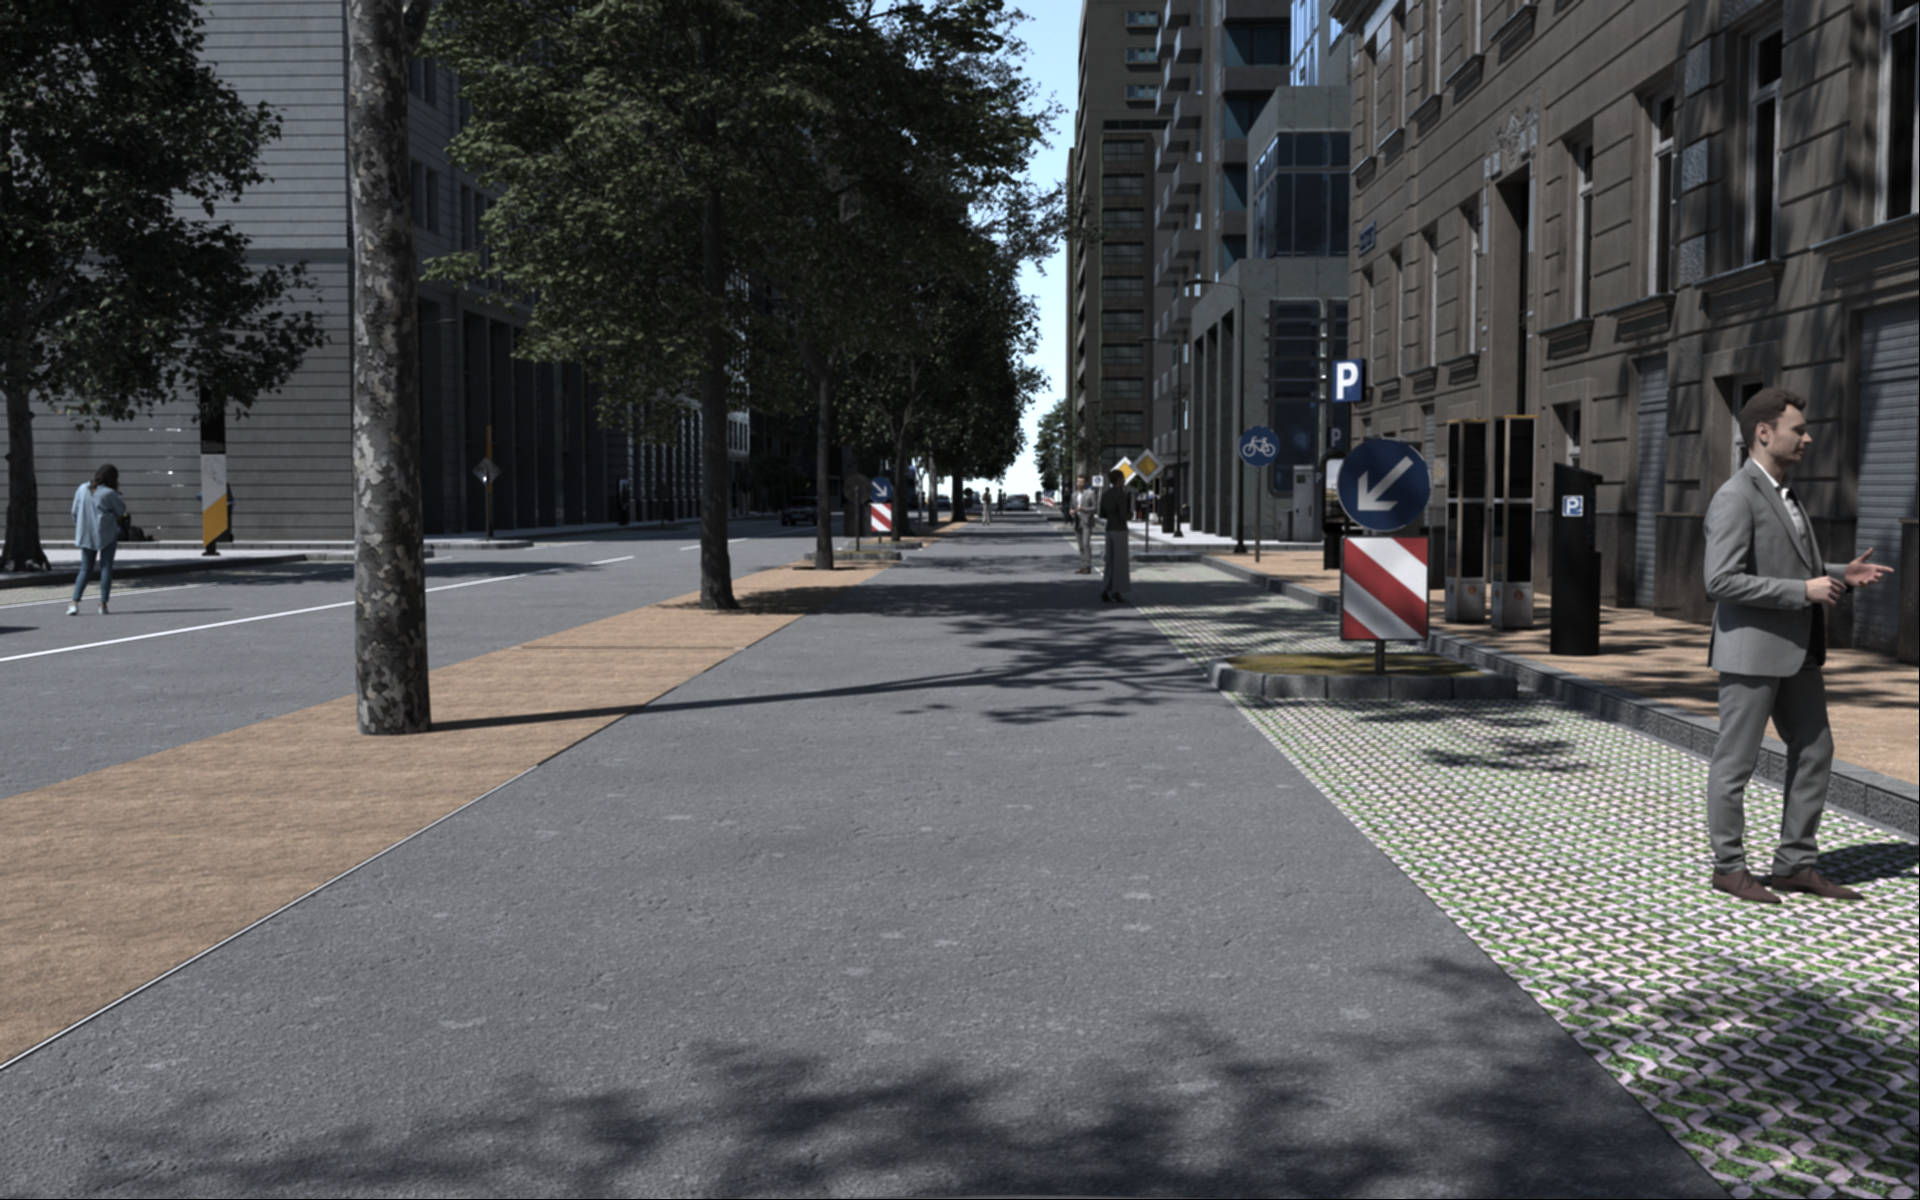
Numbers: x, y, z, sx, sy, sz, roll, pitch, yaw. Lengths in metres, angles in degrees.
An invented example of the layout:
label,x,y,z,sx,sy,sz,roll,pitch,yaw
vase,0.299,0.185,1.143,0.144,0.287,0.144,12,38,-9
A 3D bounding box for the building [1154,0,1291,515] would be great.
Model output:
label,x,y,z,sx,sy,sz,roll,pitch,yaw
building,22.833,-29.251,97.860,23.786,49.044,30.456,0,4,2

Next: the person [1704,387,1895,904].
label,x,y,z,sx,sy,sz,roll,pitch,yaw
person,2.896,0.163,6.038,0.583,1.804,0.606,3,5,44

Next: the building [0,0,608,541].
label,x,y,z,sx,sy,sz,roll,pitch,yaw
building,-21.484,-17.365,61.405,11.434,29.767,29.804,0,4,2

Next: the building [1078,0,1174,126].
label,x,y,z,sx,sy,sz,roll,pitch,yaw
building,21.499,-32.471,154.598,21.300,48.544,21.600,0,4,2

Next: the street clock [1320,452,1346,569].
label,x,y,z,sx,sy,sz,roll,pitch,yaw
street clock,6.402,-1.533,29.635,0.471,2.002,0.358,-2,4,-29

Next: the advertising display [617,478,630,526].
label,x,y,z,sx,sy,sz,roll,pitch,yaw
advertising display,-13.641,-3.972,70.150,0.123,1.923,0.974,1,4,13

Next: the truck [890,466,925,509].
label,x,y,z,sx,sy,sz,roll,pitch,yaw
truck,-5.096,-11.064,170.647,2.967,4.110,18.799,0,4,2

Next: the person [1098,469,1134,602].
label,x,y,z,sx,sy,sz,roll,pitch,yaw
person,2.096,-0.848,22.921,0.362,1.759,0.519,-2,4,-35

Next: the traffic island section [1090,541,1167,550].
label,x,y,z,sx,sy,sz,roll,pitch,yaw
traffic island section,4.357,-1.427,45.613,2.009,0.180,2.903,0,4,2

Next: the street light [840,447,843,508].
label,x,y,z,sx,sy,sz,roll,pitch,yaw
street light,-10.195,-11.291,157.149,1.470,5.913,1.316,0,4,2

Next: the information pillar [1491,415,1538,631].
label,x,y,z,sx,sy,sz,roll,pitch,yaw
information pillar,5.220,-0.724,16.330,0.304,2.012,0.304,0,4,-5

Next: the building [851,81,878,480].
label,x,y,z,sx,sy,sz,roll,pitch,yaw
building,-24.130,-38.577,219.969,28.713,52.752,27.495,0,4,2

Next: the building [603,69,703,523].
label,x,y,z,sx,sy,sz,roll,pitch,yaw
building,-19.276,-15.748,86.362,11.050,23.489,19.941,0,4,2

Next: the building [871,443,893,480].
label,x,y,z,sx,sy,sz,roll,pitch,yaw
building,-19.978,-38.487,248.877,23.786,49.044,30.456,0,4,2

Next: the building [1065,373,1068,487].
label,x,y,z,sx,sy,sz,roll,pitch,yaw
building,25.376,-37.489,236.639,21.300,48.544,21.600,0,4,2

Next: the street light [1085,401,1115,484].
label,x,y,z,sx,sy,sz,roll,pitch,yaw
street light,7.139,-6.949,86.156,1.470,5.913,1.316,0,4,2

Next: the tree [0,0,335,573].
label,x,y,z,sx,sy,sz,roll,pitch,yaw
tree,-15.612,-6.822,28.549,9.611,12.733,9.660,0,3,0

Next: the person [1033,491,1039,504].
label,x,y,z,sx,sy,sz,roll,pitch,yaw
person,10.370,-13.647,231.557,1.348,1.831,0.705,3,4,38

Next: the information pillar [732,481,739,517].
label,x,y,z,sx,sy,sz,roll,pitch,yaw
information pillar,-12.664,-5.690,97.525,0.304,2.012,0.304,1,4,9

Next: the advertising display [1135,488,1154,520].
label,x,y,z,sx,sy,sz,roll,pitch,yaw
advertising display,9.021,-4.832,84.219,0.974,1.923,0.123,1,4,11

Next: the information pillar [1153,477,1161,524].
label,x,y,z,sx,sy,sz,roll,pitch,yaw
information pillar,8.449,-4.266,74.246,0.304,2.012,0.304,0,4,5

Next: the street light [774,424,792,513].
label,x,y,z,sx,sy,sz,roll,pitch,yaw
street light,-11.717,-8.716,115.050,1.470,5.913,1.316,0,4,2

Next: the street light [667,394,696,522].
label,x,y,z,sx,sy,sz,roll,pitch,yaw
street light,-12.936,-6.612,80.653,1.470,5.913,1.316,0,4,2

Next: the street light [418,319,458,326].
label,x,y,z,sx,sy,sz,roll,pitch,yaw
street light,-14.021,-4.502,46.150,1.470,5.913,1.316,0,4,2

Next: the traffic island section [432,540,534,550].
label,x,y,z,sx,sy,sz,roll,pitch,yaw
traffic island section,-12.624,-1.463,46.206,2.009,0.180,2.903,0,4,2

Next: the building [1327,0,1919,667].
label,x,y,z,sx,sy,sz,roll,pitch,yaw
building,13.136,-13.798,22.856,12.463,27.353,25.104,0,4,2

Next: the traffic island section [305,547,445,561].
label,x,y,z,sx,sy,sz,roll,pitch,yaw
traffic island section,-12.901,-0.975,38.226,2.009,0.180,2.903,0,4,2

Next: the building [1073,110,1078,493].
label,x,y,z,sx,sy,sz,roll,pitch,yaw
building,19.287,-30.821,187.518,14.154,41.232,14.086,0,4,2

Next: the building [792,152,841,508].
label,x,y,z,sx,sy,sz,roll,pitch,yaw
building,-27.987,-28.832,163.286,32.217,40.220,23.993,0,4,2

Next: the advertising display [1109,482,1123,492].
label,x,y,z,sx,sy,sz,roll,pitch,yaw
advertising display,7.365,-4.685,81.809,0.123,1.923,0.974,-2,4,-28

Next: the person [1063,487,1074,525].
label,x,y,z,sx,sy,sz,roll,pitch,yaw
person,4.968,-4.344,79.944,0.534,1.772,0.576,-3,5,-40

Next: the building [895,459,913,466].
label,x,y,z,sx,sy,sz,roll,pitch,yaw
building,-14.864,-36.007,272.315,14.154,41.232,14.086,0,4,2

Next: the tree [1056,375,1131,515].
label,x,y,z,sx,sy,sz,roll,pitch,yaw
tree,8.305,-9.542,106.373,4.360,8.622,3.978,0,3,0

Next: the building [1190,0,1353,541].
label,x,y,z,sx,sy,sz,roll,pitch,yaw
building,23.492,-45.448,55.747,31.000,86.520,22.319,0,4,2

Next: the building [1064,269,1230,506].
label,x,y,z,sx,sy,sz,roll,pitch,yaw
building,27.331,-58.087,262.397,22.319,86.520,31.000,0,4,2

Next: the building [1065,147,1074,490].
label,x,y,z,sx,sy,sz,roll,pitch,yaw
building,20.440,-34.761,218.458,14.600,45.320,14.200,0,4,2

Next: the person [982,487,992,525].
label,x,y,z,sx,sy,sz,roll,pitch,yaw
person,1.285,-4.331,79.863,0.519,1.759,0.362,2,4,34

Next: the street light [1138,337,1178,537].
label,x,y,z,sx,sy,sz,roll,pitch,yaw
street light,5.958,-4.823,51.389,1.470,5.913,1.316,0,4,2

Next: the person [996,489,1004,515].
label,x,y,z,sx,sy,sz,roll,pitch,yaw
person,2.718,-6.728,118.722,0.641,1.798,0.478,-1,4,-12

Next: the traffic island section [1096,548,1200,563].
label,x,y,z,sx,sy,sz,roll,pitch,yaw
traffic island section,4.080,-0.939,37.633,2.009,0.180,2.903,0,4,2

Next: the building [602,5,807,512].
label,x,y,z,sx,sy,sz,roll,pitch,yaw
building,-24.084,-29.459,136.274,22.147,44.769,28.867,0,4,2

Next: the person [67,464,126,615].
label,x,y,z,sx,sy,sz,roll,pitch,yaw
person,-10.288,-0.724,20.599,0.793,1.790,0.793,-2,4,-34

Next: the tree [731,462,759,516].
label,x,y,z,sx,sy,sz,roll,pitch,yaw
tree,-12.850,-6.639,103.149,1.663,3.219,1.824,0,3,0

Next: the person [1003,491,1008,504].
label,x,y,z,sx,sy,sz,roll,pitch,yaw
person,6.475,-14.776,250.107,0.705,1.821,1.348,3,5,43

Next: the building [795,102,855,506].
label,x,y,z,sx,sy,sz,roll,pitch,yaw
building,-18.688,-32.550,182.300,14.600,45.320,14.200,0,4,2

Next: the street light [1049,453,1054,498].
label,x,y,z,sx,sy,sz,roll,pitch,yaw
street light,11.524,-14.607,211.362,1.470,5.913,1.316,0,4,2

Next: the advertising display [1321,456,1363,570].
label,x,y,z,sx,sy,sz,roll,pitch,yaw
advertising display,6.596,-1.468,29.215,0.974,1.923,0.123,0,4,-1

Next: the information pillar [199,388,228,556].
label,x,y,z,sx,sy,sz,roll,pitch,yaw
information pillar,-15.520,-2.730,35.987,0.504,3.616,0.183,-1,4,-18

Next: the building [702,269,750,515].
label,x,y,z,sx,sy,sz,roll,pitch,yaw
building,-19.272,-15.296,104.835,10.420,20.320,16.860,0,4,2

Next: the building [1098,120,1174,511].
label,x,y,z,sx,sy,sz,roll,pitch,yaw
building,17.927,-22.329,136.776,14.160,30.474,14.107,0,4,2

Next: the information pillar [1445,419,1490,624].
label,x,y,z,sx,sy,sz,roll,pitch,yaw
information pillar,5.037,-0.779,17.222,0.304,2.012,0.304,-1,4,-10

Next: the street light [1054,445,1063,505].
label,x,y,z,sx,sy,sz,roll,pitch,yaw
street light,9.837,-11.607,162.309,1.470,5.913,1.316,0,4,2

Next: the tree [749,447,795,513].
label,x,y,z,sx,sy,sz,roll,pitch,yaw
tree,-13.019,-8.294,119.327,4.285,4.588,4.351,0,3,0

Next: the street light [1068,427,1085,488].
label,x,y,z,sx,sy,sz,roll,pitch,yaw
street light,8.384,-9.053,120.552,1.470,5.913,1.316,0,4,2

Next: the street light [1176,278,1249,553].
label,x,y,z,sx,sy,sz,roll,pitch,yaw
street light,5.551,-3.970,37.455,1.470,5.913,1.316,0,4,2

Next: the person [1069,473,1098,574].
label,x,y,z,sx,sy,sz,roll,pitch,yaw
person,2.168,-1.376,31.193,0.606,1.804,0.583,2,4,35
